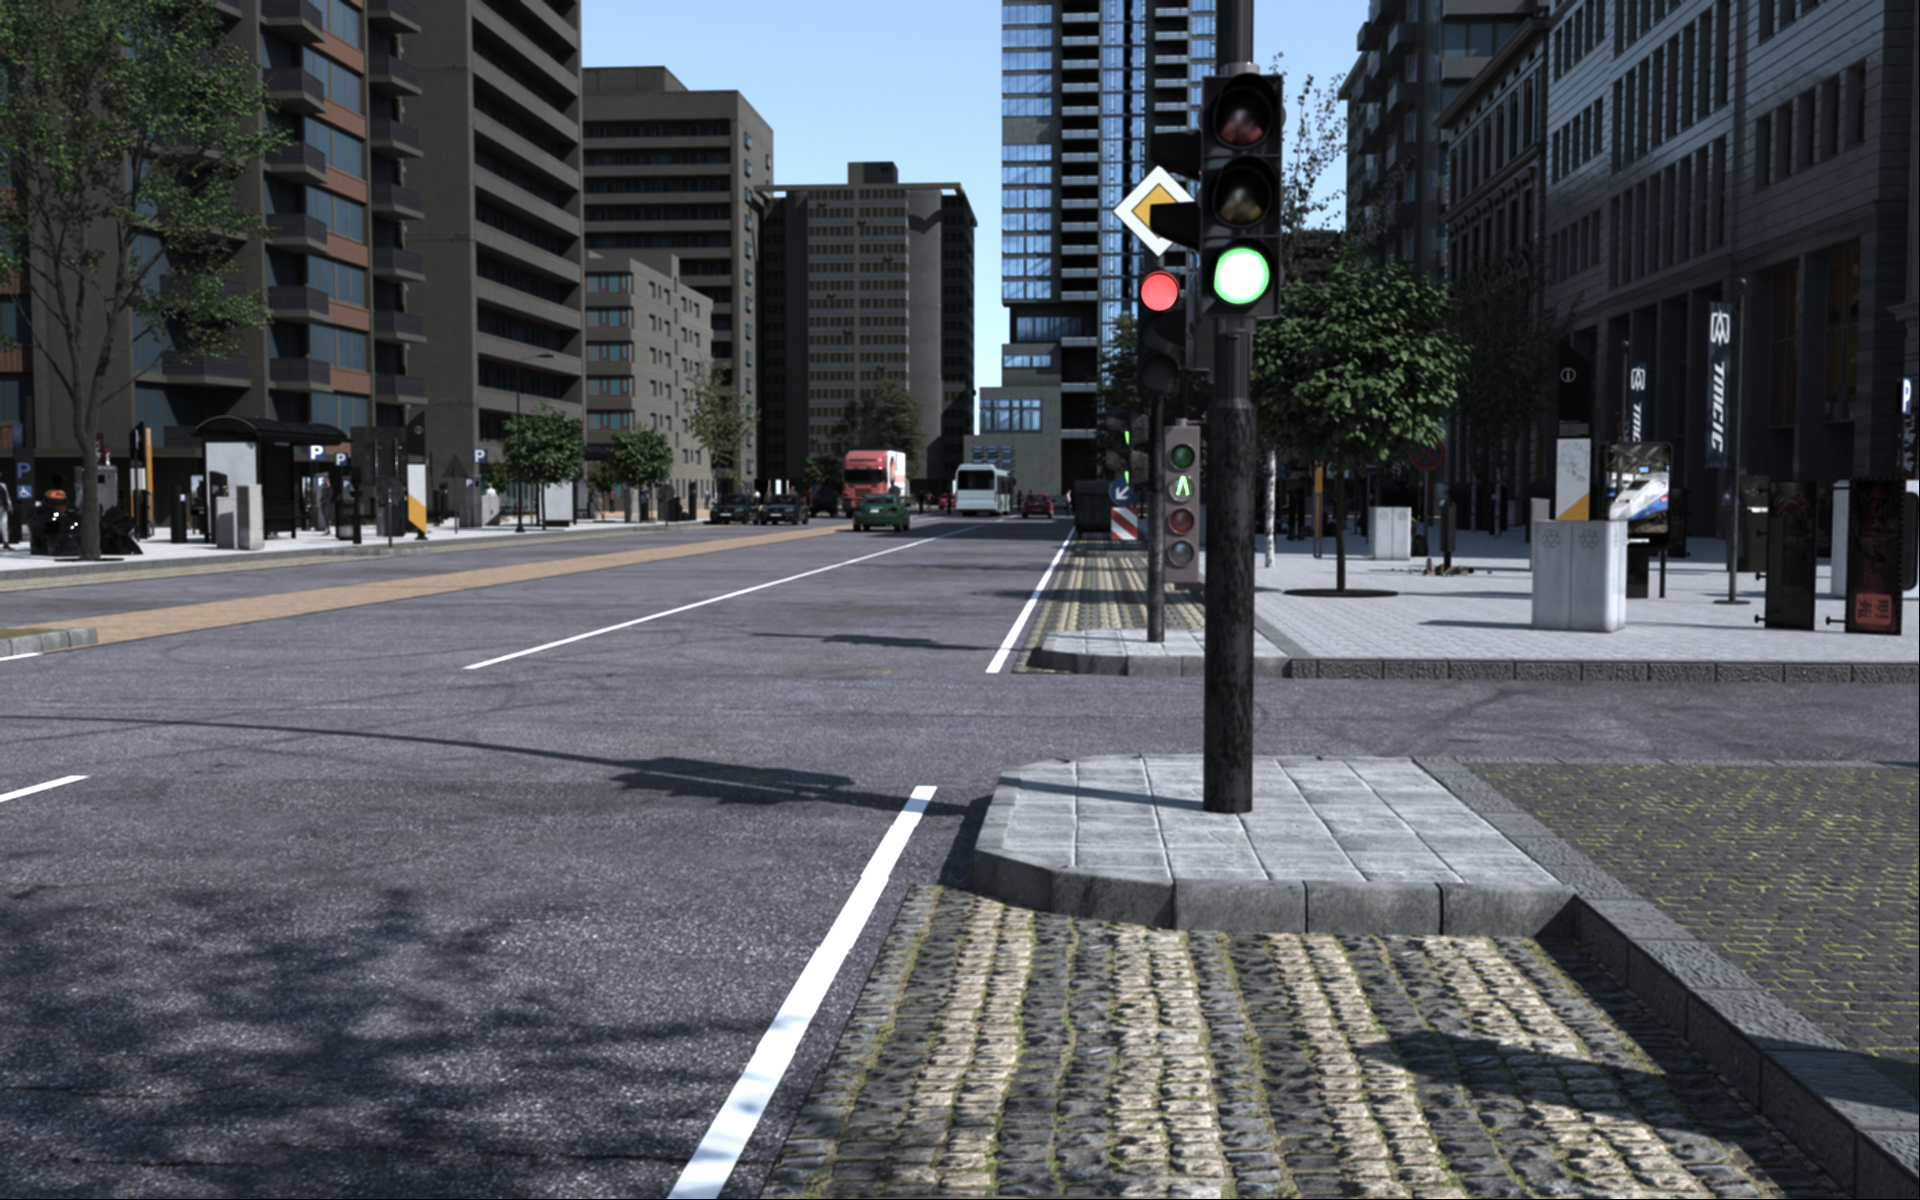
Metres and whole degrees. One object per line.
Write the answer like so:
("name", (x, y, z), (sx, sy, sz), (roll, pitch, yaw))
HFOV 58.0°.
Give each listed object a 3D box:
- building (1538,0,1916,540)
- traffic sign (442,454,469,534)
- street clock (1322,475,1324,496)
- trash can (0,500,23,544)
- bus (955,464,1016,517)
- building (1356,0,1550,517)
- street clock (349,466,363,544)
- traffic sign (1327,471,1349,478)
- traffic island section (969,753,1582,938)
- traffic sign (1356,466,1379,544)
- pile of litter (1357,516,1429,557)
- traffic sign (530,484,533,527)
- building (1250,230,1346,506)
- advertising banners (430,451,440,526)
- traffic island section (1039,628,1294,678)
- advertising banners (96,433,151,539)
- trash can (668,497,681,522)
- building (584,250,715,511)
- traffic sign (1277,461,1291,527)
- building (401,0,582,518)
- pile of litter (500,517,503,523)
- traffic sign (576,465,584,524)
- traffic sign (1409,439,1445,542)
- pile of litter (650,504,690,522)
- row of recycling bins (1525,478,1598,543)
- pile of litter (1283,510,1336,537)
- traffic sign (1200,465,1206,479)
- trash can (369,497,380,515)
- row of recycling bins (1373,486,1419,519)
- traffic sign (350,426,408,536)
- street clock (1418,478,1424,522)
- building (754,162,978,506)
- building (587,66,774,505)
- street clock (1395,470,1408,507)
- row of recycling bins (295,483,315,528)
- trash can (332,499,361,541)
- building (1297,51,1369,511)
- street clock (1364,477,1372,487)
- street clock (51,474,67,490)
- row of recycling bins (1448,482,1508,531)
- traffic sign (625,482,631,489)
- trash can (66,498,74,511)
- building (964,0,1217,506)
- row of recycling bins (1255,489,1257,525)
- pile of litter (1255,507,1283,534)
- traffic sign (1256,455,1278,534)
("building", (27.346, -16.860, 53.151), (11.434, 29.767, 29.804), (0, 4, 4))
("traffic sign", (-16.302, -3.423, 55.968), (0.884, 2.594, 0.081), (0, 4, 5))
("street clock", (13.095, -3.577, 63.062), (0.358, 2.002, 0.471), (0, 4, 3))
("trash can", (-24.492, -2.014, 44.582), (0.748, 1.137, 0.748), (0, 3, 0))
("bus", (1.716, -7.227, 113.016), (2.948, 3.499, 13.247), (0, 4, 6))
("building", (37.499, -29.973, 109.660), (23.786, 49.044, 30.456), (0, 4, 4))
("street clock", (-15.451, -2.432, 44.338), (0.358, 2.002, 0.471), (-2, 4, -26))
("traffic sign", (10.279, -2.754, 47.165), (0.606, 2.300, 0.079), (0, 4, 7))
("traffic island section", (1.103, 0.931, 7.062), (2.009, 0.180, 2.903), (0, 4, 4))
("traffic sign", (10.448, -2.702, 44.277), (0.768, 2.556, 0.104), (0, 4, 7))
("pile of litter", (8.902, -1.317, 35.493), (1.719, 0.858, 1.176), (-2, 4, -28))
("traffic sign", (-16.485, -4.067, 66.609), (0.768, 2.556, 0.104), (0, 4, 7))
("building", (38.889, -25.728, 192.354), (14.107, 30.474, 14.160), (0, 4, 4))
("advertising banners", (-21.141, -4.494, 69.666), (0.090, 3.025, 2.074), (-2, 4, -24))
("traffic island section", (1.719, 0.444, 15.023), (2.009, 0.180, 2.903), (0, 4, 4))
("advertising banners", (-24.106, -3.269, 49.637), (2.074, 3.025, 0.090), (1, 4, 17))
("trash can", (-13.157, -4.147, 79.454), (0.748, 1.137, 0.748), (0, 3, 0))
("building", (-37.420, -18.145, 141.708), (28.899, 21.520, 27.650), (0, 4, 4))
("traffic sign", (12.362, -4.073, 66.699), (0.768, 2.556, 0.104), (1, 4, 8))
("building", (-36.102, -29.357, 103.684), (21.300, 48.544, 21.600), (0, 4, 4))
("pile of litter", (-21.102, -3.907, 77.851), (1.719, 0.858, 1.176), (-2, 4, -32))
("traffic sign", (-16.299, -4.480, 73.346), (0.768, 2.556, 0.104), (1, 4, 8))
("traffic sign", (10.056, -2.279, 37.360), (0.768, 2.556, 0.104), (0, 4, 8))
("pile of litter", (-13.443, -4.132, 81.521), (1.719, 0.858, 1.176), (-2, 4, -30))
("row of recycling bins", (15.238, -2.258, 44.027), (1.069, 1.692, 3.534), (0, 4, 1))
("pile of litter", (10.775, -2.347, 52.336), (1.719, 0.858, 1.176), (0, 4, 4))
("traffic sign", (10.532, -4.652, 76.171), (0.768, 2.556, 0.104), (1, 4, 10))
("trash can", (-25.829, -3.986, 76.816), (0.748, 1.137, 0.748), (0, 3, 0))
("row of recycling bins", (21.959, -4.908, 87.353), (1.069, 1.692, 3.534), (3, 5, 45))
("traffic sign", (-17.282, -3.567, 52.196), (2.265, 3.308, 0.079), (0, 4, 8))
("street clock", (20.941, -4.514, 78.370), (0.358, 2.002, 0.471), (-1, 4, -12))
("building", (-10.514, -31.398, 205.242), (23.993, 40.220, 32.217), (0, 4, 4))
("building", (-33.737, -35.269, 200.346), (21.600, 48.544, 21.300), (0, 4, 4))
("street clock", (12.649, -2.760, 49.696), (0.358, 2.002, 0.471), (3, 5, 40))
("row of recycling bins", (-25.123, -3.562, 65.344), (1.069, 1.692, 3.534), (0, 4, 1))
("trash can", (-16.928, -2.213, 47.830), (0.748, 1.137, 0.748), (0, 3, 0))
("building", (43.771, -27.224, 136.998), (32.217, 40.220, 23.993), (0, 4, 4))
("street clock", (17.491, -4.266, 74.325), (0.358, 2.002, 0.471), (0, 4, 1))
("street clock", (-32.508, -3.544, 62.507), (0.471, 2.002, 0.358), (0, 4, -1))
("row of recycling bins", (18.440, -3.347, 61.830), (1.069, 1.692, 3.534), (-1, 4, -9))
("traffic sign", (-16.849, -5.289, 88.605), (0.606, 2.300, 0.079), (0, 4, 7))
("trash can", (-29.561, -2.804, 57.493), (0.748, 1.137, 0.748), (0, 3, 0))
("building", (16.701, -54.041, 196.239), (31.000, 86.520, 22.319), (0, 4, 4))
("row of recycling bins", (11.346, -3.834, 69.801), (1.069, 1.692, 3.534), (0, 4, 5))
("pile of litter", (9.859, -2.576, 56.077), (1.719, 0.858, 1.176), (2, 4, 35))
("traffic sign", (9.712, -3.357, 54.997), (0.768, 2.556, 0.104), (0, 4, 8))
